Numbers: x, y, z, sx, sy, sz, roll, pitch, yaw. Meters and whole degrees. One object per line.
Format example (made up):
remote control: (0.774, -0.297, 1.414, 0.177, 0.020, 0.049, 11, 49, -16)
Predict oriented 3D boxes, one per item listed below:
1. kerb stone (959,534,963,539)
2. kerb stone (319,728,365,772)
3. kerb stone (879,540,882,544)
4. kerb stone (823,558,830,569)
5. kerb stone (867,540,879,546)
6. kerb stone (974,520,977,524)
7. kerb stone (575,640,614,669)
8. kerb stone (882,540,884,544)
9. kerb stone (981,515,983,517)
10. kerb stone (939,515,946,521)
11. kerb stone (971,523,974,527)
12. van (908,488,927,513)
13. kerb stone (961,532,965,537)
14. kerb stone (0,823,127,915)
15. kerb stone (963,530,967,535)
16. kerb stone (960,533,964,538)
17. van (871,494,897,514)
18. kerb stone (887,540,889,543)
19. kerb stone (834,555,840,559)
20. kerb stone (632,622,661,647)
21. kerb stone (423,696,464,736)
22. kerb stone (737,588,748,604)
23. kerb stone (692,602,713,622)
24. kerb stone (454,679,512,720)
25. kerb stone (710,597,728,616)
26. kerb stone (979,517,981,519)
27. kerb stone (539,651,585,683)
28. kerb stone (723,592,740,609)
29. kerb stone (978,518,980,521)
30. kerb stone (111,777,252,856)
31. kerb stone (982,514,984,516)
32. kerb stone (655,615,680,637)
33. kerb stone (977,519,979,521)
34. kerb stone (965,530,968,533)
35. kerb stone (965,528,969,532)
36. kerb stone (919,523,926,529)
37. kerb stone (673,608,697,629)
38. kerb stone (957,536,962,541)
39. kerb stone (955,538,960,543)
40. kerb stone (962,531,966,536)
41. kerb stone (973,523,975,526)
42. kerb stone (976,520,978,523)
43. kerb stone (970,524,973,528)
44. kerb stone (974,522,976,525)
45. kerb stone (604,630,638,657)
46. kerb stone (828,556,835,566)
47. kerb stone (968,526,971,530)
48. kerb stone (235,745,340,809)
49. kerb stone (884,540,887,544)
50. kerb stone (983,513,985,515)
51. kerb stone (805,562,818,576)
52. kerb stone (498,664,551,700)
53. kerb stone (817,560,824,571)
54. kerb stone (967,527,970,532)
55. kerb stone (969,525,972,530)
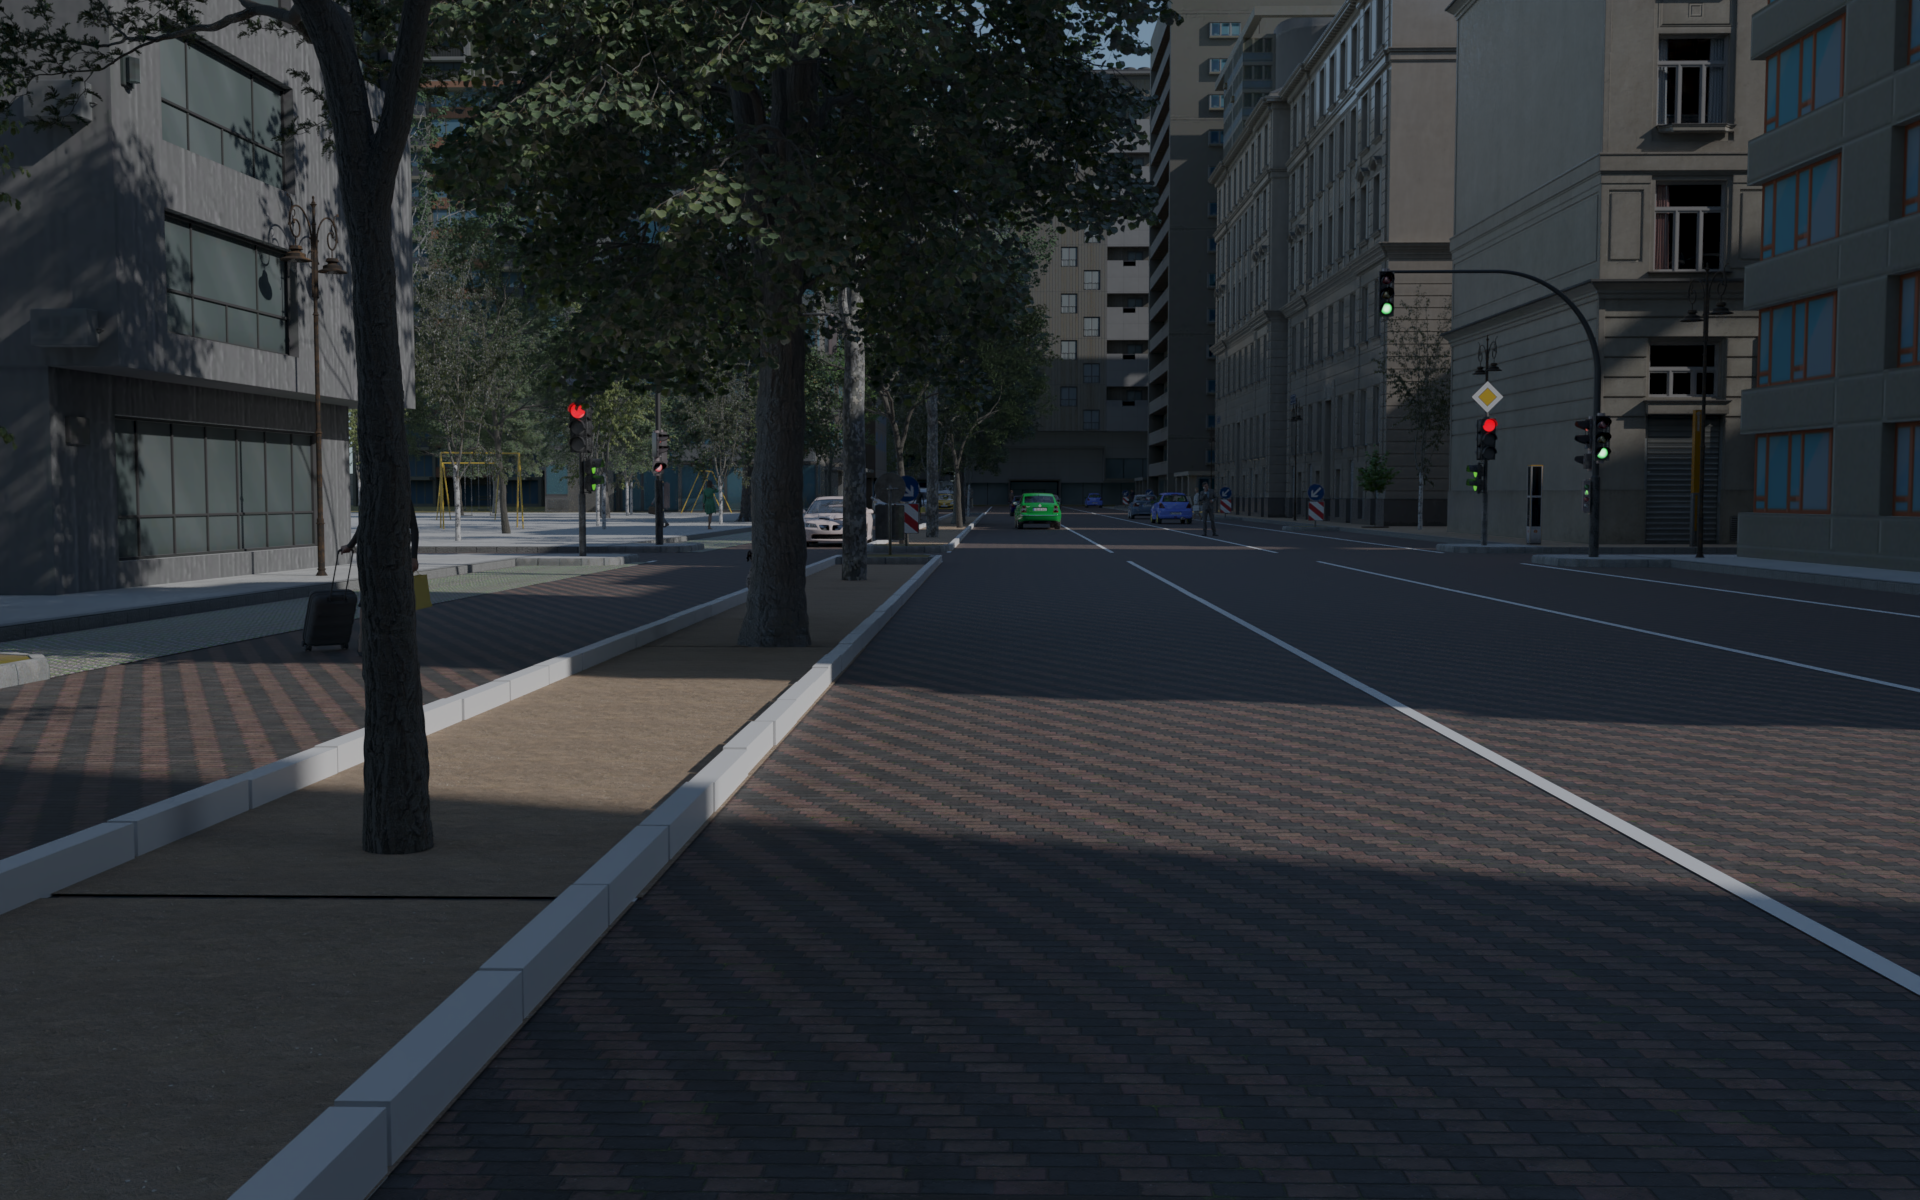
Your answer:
kerb stone: (-0.058, -1.811, 51.832, 0.120, 0.150, 1.000, 0, 4, 1)
kerb stone: (-3.224, 0.790, 9.347, 0.120, 0.150, 1.000, 0, 4, 1)
kerb stone: (-2.282, -1.503, 46.763, 0.120, 0.150, 1.000, 0, 4, 1)
kerb stone: (-2.629, -0.655, 32.910, 0.120, 0.150, 1.000, 0, 4, 1)
kerb stone: (-2.303, -1.440, 45.733, 0.120, 0.150, 1.000, 0, 4, 1)
kerb stone: (0.568, -3.317, 76.423, 0.120, 0.150, 1.000, 0, 4, 1)
kerb stone: (-3.092, 0.471, 14.488, 0.120, 0.150, 1.000, 0, 4, 1)
kerb stone: (-2.256, -1.560, 47.786, 0.120, 0.150, 1.000, 0, 4, 1)
kerb stone: (1.057, -4.507, 95.888, 0.120, 0.150, 1.000, 0, 4, 1)
kerb stone: (-0.991, -4.637, 98.005, 0.120, 0.150, 1.000, 0, 4, 1)
kerb stone: (0.395, -2.878, 69.256, 0.120, 0.150, 1.000, 0, 4, 1)
van: (-2.758, -6.606, 115.026, 2.013, 2.044, 4.112, 0, 4, 3)
kerb stone: (-0.006, -1.938, 53.881, 0.120, 0.150, 1.000, 0, 4, 1)
kerb stone: (-3.295, 0.975, 6.262, 0.120, 0.150, 1.000, 0, 4, 1)
kerb stone: (0.077, -2.122, 56.957, 0.120, 0.150, 1.000, 0, 4, 1)
kerb stone: (-0.030, -1.875, 52.859, 0.120, 0.150, 1.000, 0, 4, 1)
van: (-5.442, -7.272, 125.907, 2.013, 2.044, 4.112, 0, 4, 1)
kerb stone: (-2.202, -1.689, 49.835, 0.120, 0.150, 1.000, 0, 4, 1)
kerb stone: (-2.581, -0.781, 34.966, 0.120, 0.150, 1.000, 0, 4, 1)
kerb stone: (-3.038, 0.346, 16.531, 0.120, 0.150, 1.000, 0, 4, 1)
kerb stone: (-3.198, 0.723, 10.368, 0.120, 0.150, 1.000, 0, 4, 1)
kerb stone: (-2.889, -0.026, 22.666, 0.120, 0.150, 1.000, 0, 4, 1)
kerb stone: (-2.966, 0.159, 19.596, 0.120, 0.150, 1.000, 0, 4, 1)
kerb stone: (-3.166, 0.665, 11.398, 0.120, 0.150, 1.000, 0, 4, 1)
kerb stone: (-2.936, 0.100, 20.618, 0.120, 0.150, 1.000, 0, 4, 1)
kerb stone: (0.853, -4.006, 87.685, 0.120, 0.150, 1.000, 0, 4, 1)
kerb stone: (-3.120, 0.534, 13.458, 0.120, 0.150, 1.000, 0, 4, 1)
kerb stone: (-2.914, 0.034, 21.639, 0.120, 0.150, 1.000, 0, 4, 1)
kerb stone: (0.770, -3.810, 84.607, 0.120, 0.150, 1.000, 0, 4, 1)
kerb stone: (-3.275, 0.911, 7.299, 0.120, 0.150, 1.000, 0, 4, 1)
kerb stone: (1.156, -4.758, 99.988, 0.120, 0.150, 1.000, 0, 4, 1)
kerb stone: (-3.015, 0.288, 17.553, 0.120, 0.150, 1.000, 0, 4, 1)
kerb stone: (0.686, -3.622, 81.536, 0.120, 0.150, 1.000, 0, 4, 1)
kerb stone: (0.099, -2.189, 57.979, 0.120, 0.150, 1.000, 0, 4, 1)
kerb stone: (0.149, -2.314, 60.030, 0.120, 0.150, 1.000, 0, 4, 1)
kerb stone: (-1.583, -3.196, 74.444, 0.120, 0.150, 1.000, 0, 4, 1)
kerb stone: (-2.992, 0.221, 18.574, 0.120, 0.150, 1.000, 0, 4, 1)
kerb stone: (-0.097, -1.684, 49.781, 0.120, 0.150, 1.000, 0, 4, 1)
kerb stone: (-0.153, -1.560, 47.729, 0.120, 0.150, 1.000, 0, 4, 1)
kerb stone: (0.051, -2.063, 55.931, 0.120, 0.150, 1.000, 0, 4, 1)
kerb stone: (0.418, -2.941, 70.281, 0.120, 0.150, 1.000, 0, 4, 1)
kerb stone: (0.613, -3.437, 78.467, 0.120, 0.150, 1.000, 0, 4, 1)
kerb stone: (0.334, -2.753, 67.207, 0.120, 0.150, 1.000, 0, 4, 1)
kerb stone: (0.484, -3.129, 73.348, 0.120, 0.150, 1.000, 0, 4, 1)
kerb stone: (-3.072, 0.409, 15.510, 0.120, 0.150, 1.000, 0, 4, 1)
kerb stone: (-2.607, -0.719, 33.944, 0.120, 0.150, 1.000, 0, 4, 1)
kerb stone: (0.230, -2.503, 63.111, 0.120, 0.150, 1.000, 0, 4, 1)
kerb stone: (-3.245, 0.857, 8.325, 0.120, 0.150, 1.000, 0, 4, 1)
kerb stone: (-2.236, -1.627, 48.813, 0.120, 0.150, 1.000, 0, 4, 1)
kerb stone: (1.259, -5.009, 104.092, 0.120, 0.150, 1.000, 0, 4, 1)
kerb stone: (-2.687, -0.529, 30.857, 0.120, 0.150, 1.000, 0, 4, 1)
kerb stone: (-3.142, 0.598, 12.430, 0.120, 0.150, 1.000, 0, 4, 1)
kerb stone: (-2.660, -0.592, 31.879, 0.120, 0.150, 1.000, 0, 4, 1)
kerb stone: (0.200, -2.439, 62.080, 0.120, 0.150, 1.000, 0, 4, 1)
kerb stone: (0.284, -2.628, 65.162, 0.120, 0.150, 1.000, 0, 4, 1)
